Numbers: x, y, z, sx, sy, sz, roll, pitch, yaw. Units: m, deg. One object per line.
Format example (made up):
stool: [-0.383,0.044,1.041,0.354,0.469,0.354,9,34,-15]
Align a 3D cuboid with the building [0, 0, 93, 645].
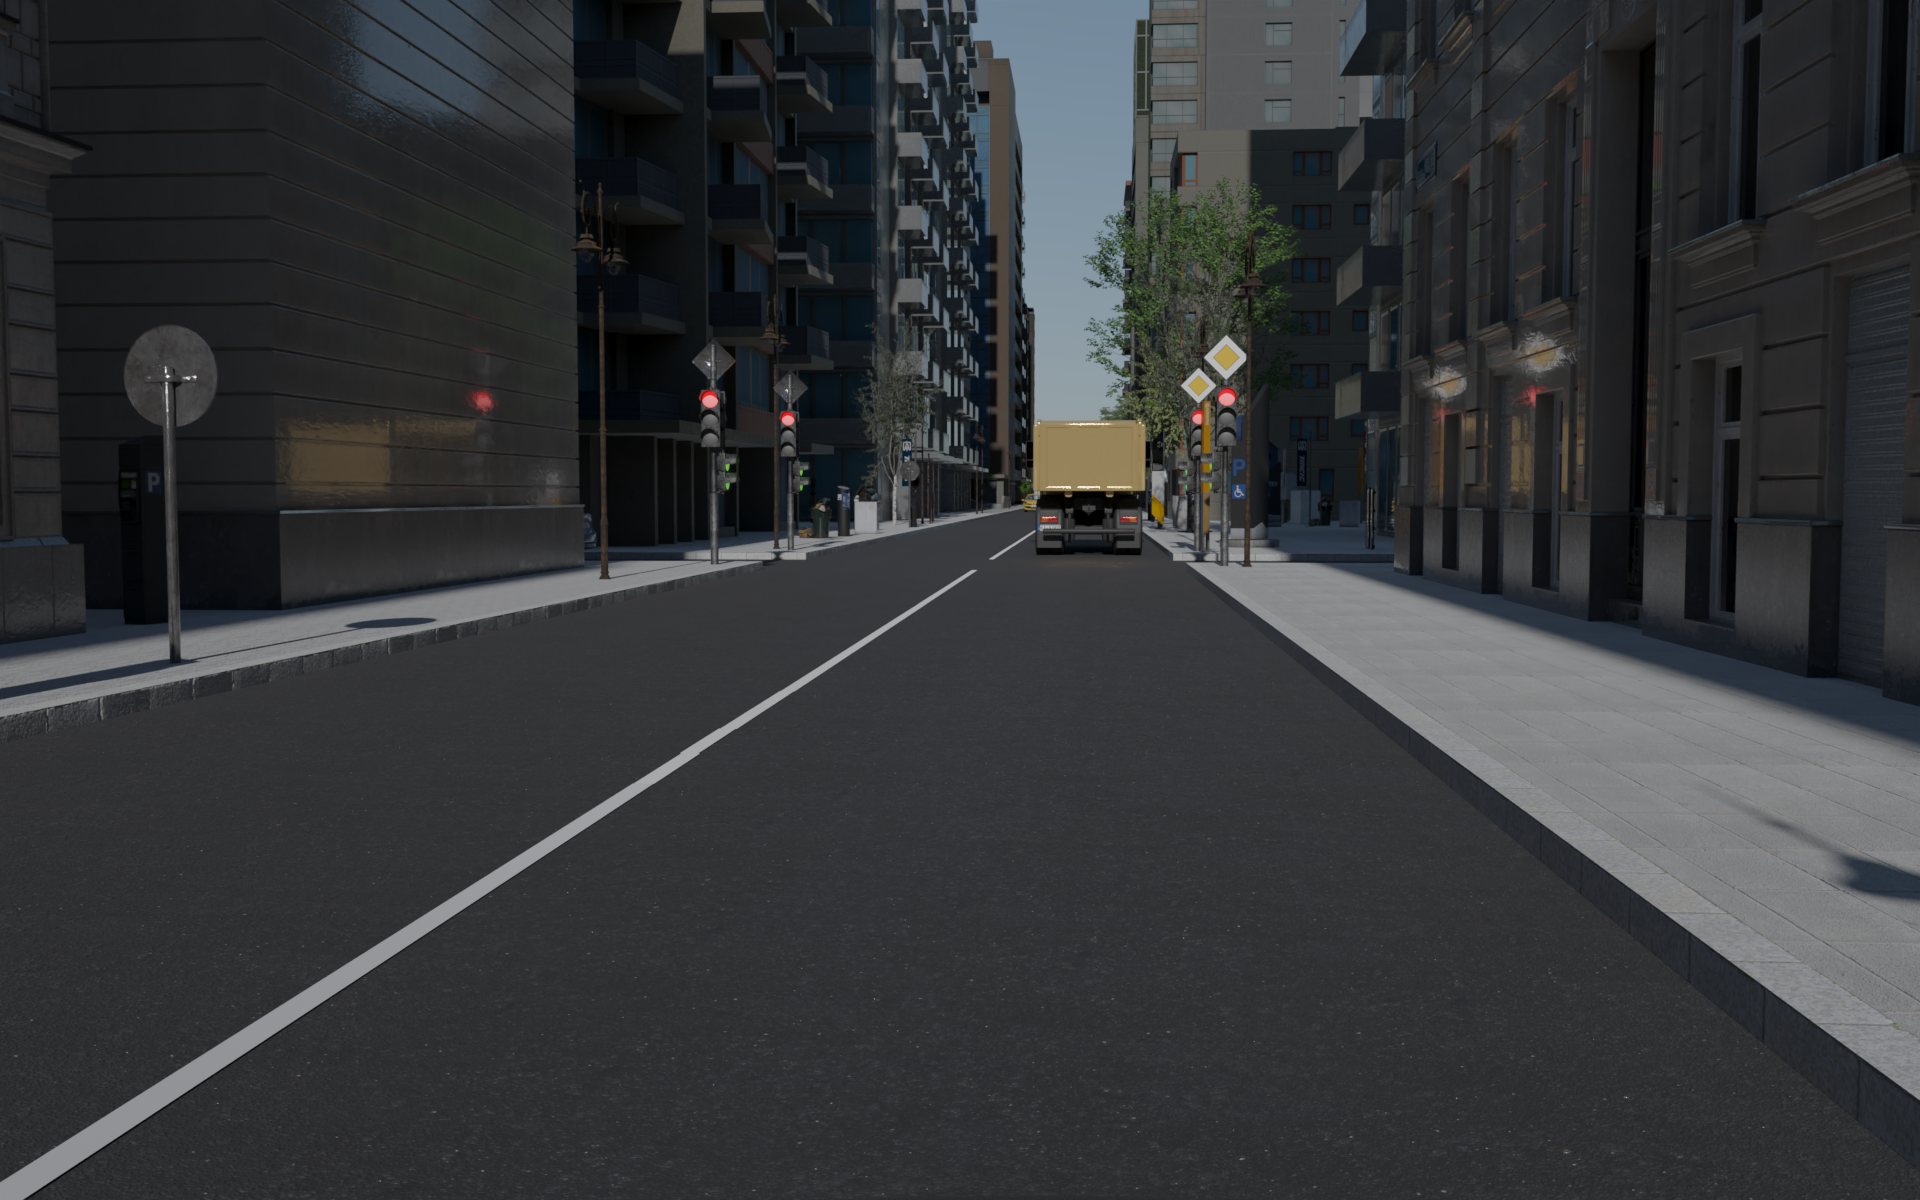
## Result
building: [-13.451,-8.692,6.738,10.561,19.102,19.286,0,4,4]

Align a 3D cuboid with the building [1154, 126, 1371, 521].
building: [25.248,-15.356,96.102,27.650,21.520,28.899,0,4,4]

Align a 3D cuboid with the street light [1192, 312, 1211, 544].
street light: [6.171,-4.361,44.097,0.468,5.910,1.993,0,4,4]

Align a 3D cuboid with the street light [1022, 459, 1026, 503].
street light: [6.874,-13.047,186.099,0.468,5.910,1.993,0,4,4]

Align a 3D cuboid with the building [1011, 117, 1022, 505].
building: [-3.543,-35.852,209.876,21.300,48.544,21.600,0,4,4]

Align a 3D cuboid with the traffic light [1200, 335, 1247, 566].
traffic light: [4.688,-2.557,30.732,0.839,4.253,0.868,0,4,4]

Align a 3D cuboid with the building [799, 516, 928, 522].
building: [-12.326,-28.862,91.498,23.786,49.044,30.456,0,4,4]

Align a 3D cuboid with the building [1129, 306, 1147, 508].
building: [31.095,-20.046,172.783,27.650,21.520,28.899,0,4,4]

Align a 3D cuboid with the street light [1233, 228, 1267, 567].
street light: [5.057,-3.520,30.339,0.468,5.910,1.993,0,4,4]

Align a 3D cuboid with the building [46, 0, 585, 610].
building: [-19.119,-13.925,24.941,25.104,27.353,12.463,0,4,4]

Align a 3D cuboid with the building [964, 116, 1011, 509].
building: [-11.757,-28.499,157.838,32.217,40.220,23.993,0,4,4]

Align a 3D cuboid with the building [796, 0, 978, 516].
building: [-10.228,-31.229,130.200,23.786,49.044,30.456,0,4,4]

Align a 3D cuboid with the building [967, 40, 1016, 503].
building: [-1.599,-32.166,176.026,14.600,45.320,14.200,0,4,4]

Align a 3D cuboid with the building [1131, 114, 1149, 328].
building: [31.778,-35.933,211.214,21.300,48.544,21.600,0,4,4]

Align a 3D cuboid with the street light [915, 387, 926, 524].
street light: [-1.621,-6.242,74.841,0.468,5.910,1.993,0,4,4]

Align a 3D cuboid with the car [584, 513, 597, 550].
car: [-9.905,-1.481,36.211,4.499,1.417,2.014,0,4,4]

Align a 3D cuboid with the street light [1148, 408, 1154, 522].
street light: [8.777,-6.476,78.670,0.468,5.910,1.993,0,4,4]

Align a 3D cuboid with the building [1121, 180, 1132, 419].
building: [33.268,-35.587,236.475,22.147,44.769,28.867,0,4,4]

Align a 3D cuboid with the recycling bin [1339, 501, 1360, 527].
recycling bin: [15.184,-3.356,67.432,0.722,1.027,0.722,1,4,19]

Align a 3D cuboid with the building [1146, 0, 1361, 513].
building: [20.351,-26.881,123.098,14.154,41.232,14.086,0,4,4]

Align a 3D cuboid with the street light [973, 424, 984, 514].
street light: [1.073,-8.356,109.407,0.468,5.910,1.993,0,4,4]

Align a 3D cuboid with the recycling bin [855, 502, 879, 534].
recycling bin: [-2.995,-2.644,55.776,0.722,1.027,0.722,0,4,4]

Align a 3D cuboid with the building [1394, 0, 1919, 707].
building: [11.876,-13.336,15.310,12.463,27.353,25.104,0,4,4]

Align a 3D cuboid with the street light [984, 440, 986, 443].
street light: [1.493,-8.759,115.990,0.468,5.910,1.993,0,4,4]

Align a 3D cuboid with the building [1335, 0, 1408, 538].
building: [26.749,-26.370,50.765,30.456,49.044,23.786,0,4,4]

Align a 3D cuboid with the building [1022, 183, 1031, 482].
building: [-2.486,-37.690,235.835,23.786,49.044,30.456,0,4,4]

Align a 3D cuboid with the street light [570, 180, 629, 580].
street light: [-5.347,-3.248,25.895,0.468,5.910,1.993,0,4,4]

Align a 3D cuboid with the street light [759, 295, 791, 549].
street light: [-4.285,-4.127,40.272,0.468,5.910,1.993,0,4,4]

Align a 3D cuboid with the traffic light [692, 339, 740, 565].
traffic light: [-4.448,-2.599,31.410,0.839,4.253,0.868,0,4,4]

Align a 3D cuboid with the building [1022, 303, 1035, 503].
building: [3.913,-29.780,258.596,14.160,30.474,14.107,0,4,4]

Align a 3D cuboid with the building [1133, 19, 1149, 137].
building: [34.149,-50.282,260.366,20.563,71.187,20.611,0,4,4]

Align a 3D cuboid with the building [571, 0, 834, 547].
building: [-16.092,-24.440,54.215,22.147,44.769,28.867,0,4,4]

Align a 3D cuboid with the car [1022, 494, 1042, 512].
car: [6.021,-7.913,139.603,2.015,1.641,3.980,0,4,5]

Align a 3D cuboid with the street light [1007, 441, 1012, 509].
street light: [4.307,-10.908,151.129,0.468,5.910,1.993,0,4,4]

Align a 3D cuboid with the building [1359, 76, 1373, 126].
building: [29.682,-33.895,143.430,28.713,52.752,27.495,0,4,4]
